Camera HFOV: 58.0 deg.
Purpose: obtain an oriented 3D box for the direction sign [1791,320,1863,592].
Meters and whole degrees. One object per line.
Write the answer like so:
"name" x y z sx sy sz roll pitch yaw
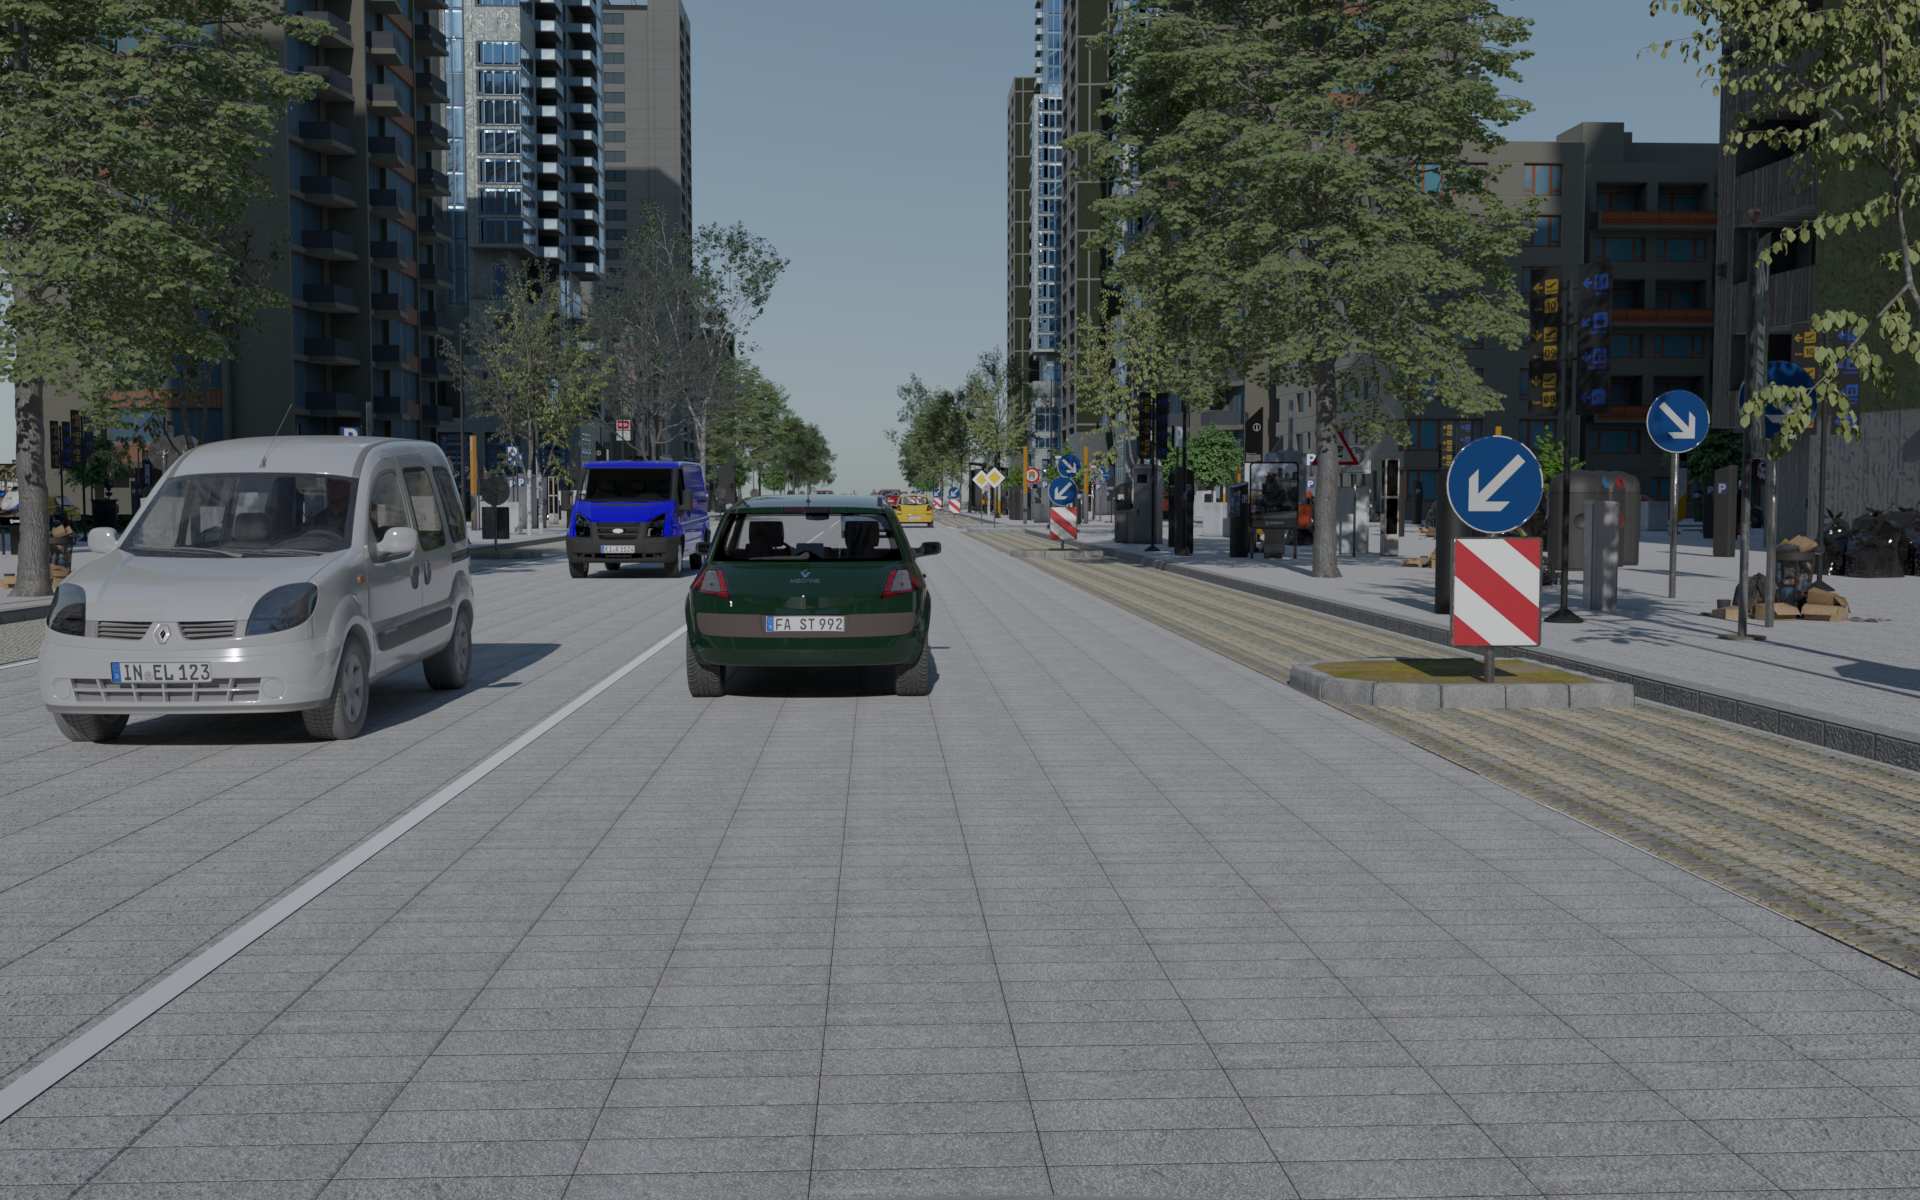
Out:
"direction sign" 11.377 -1.886 22.828 0.379 3.537 0.876 -3 5 -44

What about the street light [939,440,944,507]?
"street light" -1.208 -10.691 147.335 1.470 5.913 1.316 0 4 -3

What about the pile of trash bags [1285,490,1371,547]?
"pile of trash bags" 8.918 -2.044 43.174 1.912 1.369 3.447 2 4 24

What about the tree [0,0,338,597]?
"tree" -11.901 -6.339 21.763 7.486 12.596 7.792 0 3 0

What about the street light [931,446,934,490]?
"street light" -2.252 -11.980 168.409 1.470 5.913 1.316 0 4 -3

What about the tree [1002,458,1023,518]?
"tree" 2.949 -6.095 94.253 1.663 3.219 1.824 0 3 0

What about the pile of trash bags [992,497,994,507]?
"pile of trash bags" 2.779 -7.863 138.309 3.447 1.369 1.912 0 4 -6

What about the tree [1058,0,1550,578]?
"tree" 5.219 -6.615 26.281 7.486 12.596 7.792 0 3 0

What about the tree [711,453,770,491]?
"tree" -17.881 -9.235 134.702 4.285 4.588 4.351 0 3 0

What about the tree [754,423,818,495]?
"tree" -21.672 -16.836 209.683 8.767 10.594 7.601 -2 4 -33

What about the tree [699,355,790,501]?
"tree" -17.697 -13.702 142.157 7.486 12.596 7.792 0 3 0

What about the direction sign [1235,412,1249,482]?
"direction sign" 7.949 -3.432 48.107 0.379 3.537 0.876 1 4 14

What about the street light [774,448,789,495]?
"street light" -18.336 -12.427 175.728 1.470 5.913 1.316 0 4 -3

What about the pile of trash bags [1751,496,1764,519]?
"pile of trash bags" 38.005 -4.472 82.877 3.447 1.369 1.912 1 4 21

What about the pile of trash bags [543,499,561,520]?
"pile of trash bags" -19.588 -4.696 86.530 1.912 1.369 3.447 1 4 15

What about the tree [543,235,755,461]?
"tree" -14.892 -10.583 83.403 12.009 13.543 11.850 0 3 0

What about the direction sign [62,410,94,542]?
"direction sign" -23.734 -3.357 46.889 0.379 3.537 0.876 1 4 9

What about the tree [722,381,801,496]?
"tree" -18.301 -14.241 158.595 9.928 11.665 9.643 0 3 0

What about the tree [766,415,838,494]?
"tree" -23.442 -20.046 244.763 9.611 12.733 9.660 0 3 0

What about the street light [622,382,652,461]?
"street light" -13.417 -6.069 71.767 1.470 5.913 1.316 0 4 -3

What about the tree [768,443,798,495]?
"tree" -22.306 -16.357 217.796 4.360 8.622 3.978 0 3 0

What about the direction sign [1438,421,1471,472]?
"direction sign" 15.385 -3.778 53.761 0.876 3.537 0.379 1 4 22

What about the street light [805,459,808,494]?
"street light" -21.123 -15.867 231.958 1.470 5.913 1.316 0 4 -3

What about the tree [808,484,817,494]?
"tree" -25.952 -21.360 299.600 4.737 8.622 4.395 0 3 0

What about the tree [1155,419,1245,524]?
"tree" 10.979 -5.576 74.889 4.285 4.588 4.351 0 3 0

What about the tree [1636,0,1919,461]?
"tree" 6.808 -3.739 11.493 4.737 8.622 4.395 0 3 0

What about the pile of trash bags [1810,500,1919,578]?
"pile of trash bags" 15.269 -1.060 27.077 3.447 1.369 1.912 0 4 7

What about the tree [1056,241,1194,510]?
"tree" 4.882 -6.034 49.015 4.737 8.622 4.395 0 3 0

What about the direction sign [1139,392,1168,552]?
"direction sign" 4.315 -2.857 38.713 0.876 3.537 0.379 -3 4 -39

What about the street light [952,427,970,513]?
"street light" 0.108 -8.962 119.067 1.470 5.913 1.316 0 4 -3

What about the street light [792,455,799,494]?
"street light" -19.590 -14.116 203.338 1.470 5.913 1.316 0 4 -3

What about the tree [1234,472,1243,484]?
"tree" 17.636 -7.189 112.142 1.663 3.219 1.824 0 3 0

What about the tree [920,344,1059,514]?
"tree" 1.768 -10.638 108.351 8.767 10.594 7.601 0 4 -7

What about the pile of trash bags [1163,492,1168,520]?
"pile of trash bags" 9.902 -4.692 86.459 1.912 1.369 3.447 -1 4 -10

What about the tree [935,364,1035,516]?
"tree" 1.881 -9.096 99.085 4.737 8.622 4.395 0 3 0

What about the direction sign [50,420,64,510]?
"direction sign" -27.882 -3.777 53.751 0.379 3.537 0.876 1 4 10

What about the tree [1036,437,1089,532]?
"tree" 3.682 -3.935 58.934 1.663 3.219 1.824 0 3 0

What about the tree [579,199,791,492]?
"tree" -17.689 -15.674 112.154 12.611 20.169 13.585 0 3 0

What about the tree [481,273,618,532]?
"tree" -13.949 -6.606 58.370 4.737 8.622 4.395 0 3 0

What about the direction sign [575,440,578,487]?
"direction sign" -16.120 -4.951 72.944 0.379 3.537 0.876 -1 4 -18

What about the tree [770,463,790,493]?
"tree" -19.171 -11.946 179.024 4.285 4.588 4.351 0 3 0

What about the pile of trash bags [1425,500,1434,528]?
"pile of trash bags" 18.352 -3.160 61.416 3.447 1.369 1.912 0 4 -3

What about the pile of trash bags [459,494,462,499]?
"pile of trash bags" -26.433 -4.679 86.254 3.447 1.369 1.912 1 4 12

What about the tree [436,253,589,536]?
"tree" -13.329 -6.247 52.502 4.360 8.622 3.978 0 3 0

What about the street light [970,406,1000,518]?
"street light" 1.412 -7.273 91.460 1.470 5.913 1.316 0 4 -3

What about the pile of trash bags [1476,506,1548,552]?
"pile of trash bags" 13.219 -1.771 38.716 3.447 1.369 1.912 -1 4 -9

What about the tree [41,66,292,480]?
"tree" -13.350 -4.859 29.814 4.360 8.622 3.978 0 3 0

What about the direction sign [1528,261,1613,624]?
"direction sign" 6.045 -1.544 17.236 0.379 3.537 0.876 -3 5 -39

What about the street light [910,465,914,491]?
"street light" -6.161 -17.027 250.933 1.470 5.913 1.316 0 4 -3
